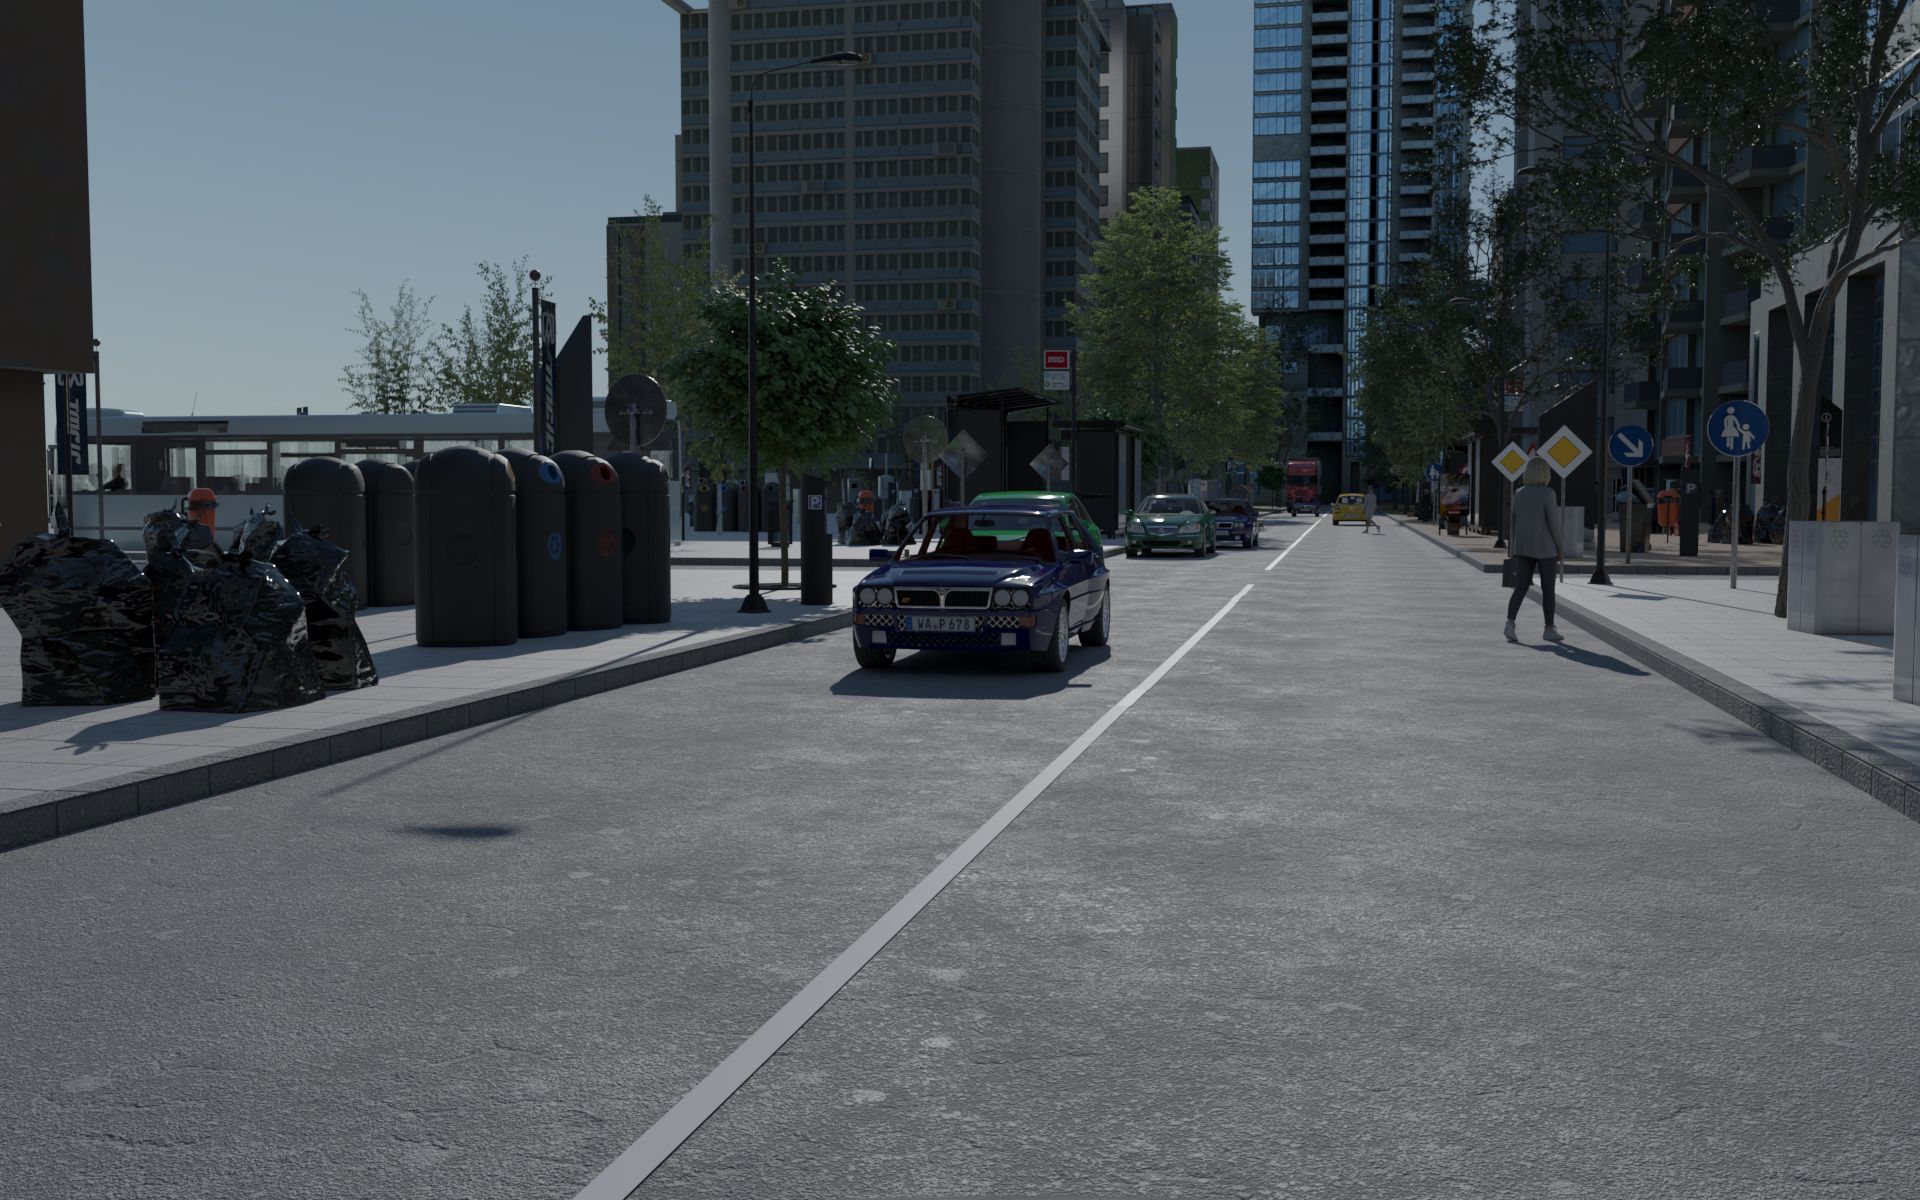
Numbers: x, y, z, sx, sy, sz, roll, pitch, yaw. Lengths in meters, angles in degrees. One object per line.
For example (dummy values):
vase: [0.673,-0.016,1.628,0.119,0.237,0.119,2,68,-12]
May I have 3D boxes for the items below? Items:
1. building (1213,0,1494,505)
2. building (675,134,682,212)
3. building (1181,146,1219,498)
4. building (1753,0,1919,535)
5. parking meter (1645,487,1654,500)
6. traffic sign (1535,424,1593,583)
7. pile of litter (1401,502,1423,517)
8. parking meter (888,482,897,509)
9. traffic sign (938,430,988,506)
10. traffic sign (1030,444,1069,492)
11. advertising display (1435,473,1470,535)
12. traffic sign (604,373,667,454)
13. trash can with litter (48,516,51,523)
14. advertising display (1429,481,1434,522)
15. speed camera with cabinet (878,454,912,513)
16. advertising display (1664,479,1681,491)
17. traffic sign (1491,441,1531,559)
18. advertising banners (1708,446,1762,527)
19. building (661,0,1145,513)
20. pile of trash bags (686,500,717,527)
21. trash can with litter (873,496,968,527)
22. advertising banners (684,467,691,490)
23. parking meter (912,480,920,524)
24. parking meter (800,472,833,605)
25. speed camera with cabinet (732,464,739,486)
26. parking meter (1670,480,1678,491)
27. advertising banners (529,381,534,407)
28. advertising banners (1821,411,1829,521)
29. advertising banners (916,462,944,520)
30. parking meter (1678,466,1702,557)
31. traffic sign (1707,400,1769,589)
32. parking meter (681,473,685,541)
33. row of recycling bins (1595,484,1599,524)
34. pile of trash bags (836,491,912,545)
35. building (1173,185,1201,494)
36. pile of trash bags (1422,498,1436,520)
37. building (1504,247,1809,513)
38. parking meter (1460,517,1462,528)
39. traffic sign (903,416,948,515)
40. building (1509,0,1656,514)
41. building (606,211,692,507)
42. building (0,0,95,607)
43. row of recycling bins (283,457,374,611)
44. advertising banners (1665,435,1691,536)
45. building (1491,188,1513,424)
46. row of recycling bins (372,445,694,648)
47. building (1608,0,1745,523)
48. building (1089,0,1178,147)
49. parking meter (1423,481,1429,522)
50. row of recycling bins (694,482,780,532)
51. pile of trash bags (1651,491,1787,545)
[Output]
building: [46.682,-54.551,204.573,31.000,86.520,22.319,1,4,13]
building: [-22.175,-36.498,220.446,21.600,48.544,21.300,1,4,13]
building: [23.537,-32.066,207.868,14.086,41.232,14.154,1,4,13]
building: [37.988,-44.664,42.924,31.000,86.520,22.319,1,4,13]
parking meter: [26.321,-3.534,66.186,0.372,1.533,0.369,0,3,0]
traffic sign: [8.717,-1.309,25.051,0.795,2.450,0.064,1,4,13]
pile of litter: [25.286,-5.018,96.009,1.719,0.858,1.176,1,4,12]
parking meter: [-3.258,-4.756,83.471,0.399,1.863,0.255,-2,4,-27]
traffic sign: [0.041,-1.429,27.005,0.795,2.450,0.064,1,4,13]
traffic sign: [1.785,-1.906,34.798,0.795,2.450,0.064,1,4,13]
advertising display: [15.352,-2.975,53.851,0.974,1.923,0.123,0,4,-3]
traffic sign: [-3.443,-1.114,18.320,0.768,2.556,0.104,1,4,22]
trash can with litter: [-40.349,-4.028,77.237,0.624,1.170,1.055,2,4,32]
advertising display: [21.817,-4.490,78.619,0.974,1.923,0.123,0,4,2]
speed camera with cabinet: [-2.967,-5.550,85.083,2.038,3.252,0.660,-1,4,-14]
advertising display: [29.745,-4.089,72.070,0.974,1.923,0.123,-1,4,-11]
traffic sign: [10.461,-1.786,32.844,0.795,2.450,0.064,1,4,13]
advertising banners: [21.064,-3.103,46.926,2.074,3.025,0.090,-2,4,-26]
building: [-2.996,-26.471,124.687,32.217,40.220,23.993,1,4,13]
pile of trash bags: [-10.264,-3.611,68.790,3.447,1.369,1.912,2,4,30]
trash can with litter: [-0.490,-1.532,36.106,2.233,1.210,1.678,-1,4,-15]
advertising banners: [-16.906,-7.096,112.206,2.074,3.025,0.090,-1,4,-22]
parking meter: [-1.776,-4.049,71.905,0.399,1.863,0.255,2,4,25]
parking meter: [-1.663,-0.714,20.080,0.372,1.533,0.369,0,3,0]
speed camera with cabinet: [-14.671,-6.872,106.686,2.038,3.252,0.660,0,4,2]
parking meter: [28.692,-3.902,69.512,0.399,1.863,0.255,-2,4,-30]
advertising banners: [-6.622,-1.942,27.947,0.090,3.025,2.074,0,4,3]
advertising banners: [17.970,-2.433,35.968,0.090,3.025,2.074,2,4,28]
advertising banners: [-0.468,-3.615,55.286,2.074,3.025,0.090,-2,4,-28]
parking meter: [15.036,-1.830,35.629,0.399,1.863,0.255,1,4,22]
traffic sign: [10.514,-1.429,23.466,0.768,2.556,0.104,1,4,21]
parking meter: [-7.729,-2.573,47.776,0.255,1.863,0.399,-1,4,-10]
row of recycling bins: [25.952,-4.112,74.342,3.534,1.692,1.069,0,4,-6]
pile of trash bags: [-2.276,-2.147,44.858,1.912,1.369,3.447,-1,4,-11]
building: [16.369,-24.412,170.842,14.107,30.474,14.160,1,4,13]
pile of trash bags: [24.375,-4.741,87.275,1.912,1.369,3.447,2,4,25]
building: [58.237,-51.265,150.857,22.319,86.520,31.000,1,4,13]
parking meter: [18.562,-3.607,64.680,0.399,1.863,0.255,2,4,32]
traffic sign: [-0.571,-1.719,28.208,0.768,2.556,0.104,1,4,17]
building: [50.350,-35.520,122.759,21.231,58.520,28.212,1,4,13]
building: [-27.534,-25.019,180.758,14.107,30.474,14.160,1,4,13]
building: [-18.651,-22.260,14.054,14.200,45.320,14.600,1,4,13]
row of recycling bins: [-6.623,-0.815,20.436,1.069,1.692,3.534,1,4,15]
advertising banners: [21.845,-3.455,52.681,0.090,3.025,2.074,0,4,5]
building: [75.659,-31.400,205.274,23.993,40.220,32.217,1,4,13]
row of recycling bins: [-3.818,-0.547,16.060,1.069,1.692,3.534,1,4,19]
building: [44.183,-26.129,81.831,22.147,44.769,28.867,1,4,13]
building: [9.948,-28.007,141.506,14.154,41.232,14.086,1,4,13]
parking meter: [21.412,-4.517,79.570,0.255,1.863,0.399,1,4,19]
row of recycling bins: [-7.548,-3.180,59.112,3.534,1.692,1.069,2,4,25]
pile of trash bags: [19.896,-2.154,44.963,3.447,1.369,1.912,1,4,20]
